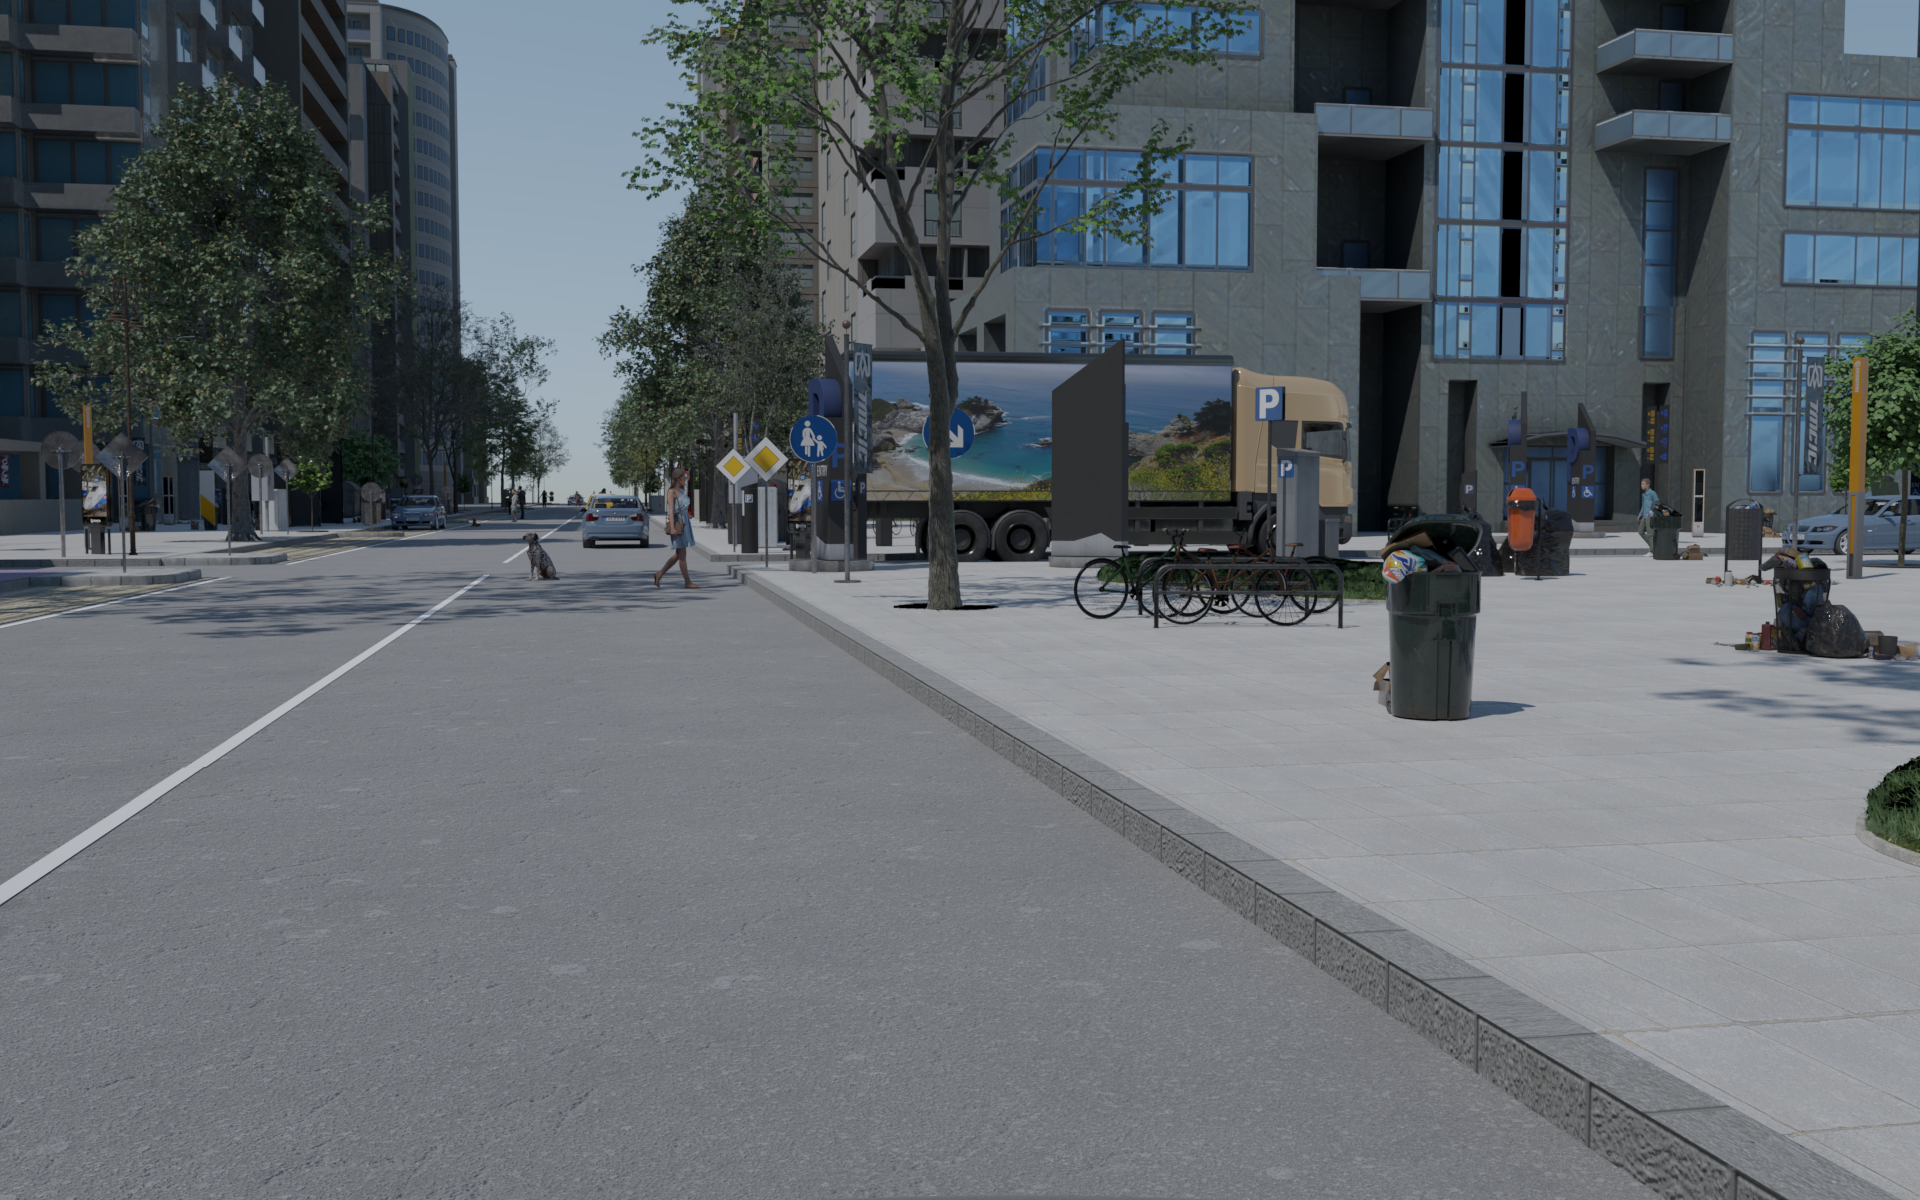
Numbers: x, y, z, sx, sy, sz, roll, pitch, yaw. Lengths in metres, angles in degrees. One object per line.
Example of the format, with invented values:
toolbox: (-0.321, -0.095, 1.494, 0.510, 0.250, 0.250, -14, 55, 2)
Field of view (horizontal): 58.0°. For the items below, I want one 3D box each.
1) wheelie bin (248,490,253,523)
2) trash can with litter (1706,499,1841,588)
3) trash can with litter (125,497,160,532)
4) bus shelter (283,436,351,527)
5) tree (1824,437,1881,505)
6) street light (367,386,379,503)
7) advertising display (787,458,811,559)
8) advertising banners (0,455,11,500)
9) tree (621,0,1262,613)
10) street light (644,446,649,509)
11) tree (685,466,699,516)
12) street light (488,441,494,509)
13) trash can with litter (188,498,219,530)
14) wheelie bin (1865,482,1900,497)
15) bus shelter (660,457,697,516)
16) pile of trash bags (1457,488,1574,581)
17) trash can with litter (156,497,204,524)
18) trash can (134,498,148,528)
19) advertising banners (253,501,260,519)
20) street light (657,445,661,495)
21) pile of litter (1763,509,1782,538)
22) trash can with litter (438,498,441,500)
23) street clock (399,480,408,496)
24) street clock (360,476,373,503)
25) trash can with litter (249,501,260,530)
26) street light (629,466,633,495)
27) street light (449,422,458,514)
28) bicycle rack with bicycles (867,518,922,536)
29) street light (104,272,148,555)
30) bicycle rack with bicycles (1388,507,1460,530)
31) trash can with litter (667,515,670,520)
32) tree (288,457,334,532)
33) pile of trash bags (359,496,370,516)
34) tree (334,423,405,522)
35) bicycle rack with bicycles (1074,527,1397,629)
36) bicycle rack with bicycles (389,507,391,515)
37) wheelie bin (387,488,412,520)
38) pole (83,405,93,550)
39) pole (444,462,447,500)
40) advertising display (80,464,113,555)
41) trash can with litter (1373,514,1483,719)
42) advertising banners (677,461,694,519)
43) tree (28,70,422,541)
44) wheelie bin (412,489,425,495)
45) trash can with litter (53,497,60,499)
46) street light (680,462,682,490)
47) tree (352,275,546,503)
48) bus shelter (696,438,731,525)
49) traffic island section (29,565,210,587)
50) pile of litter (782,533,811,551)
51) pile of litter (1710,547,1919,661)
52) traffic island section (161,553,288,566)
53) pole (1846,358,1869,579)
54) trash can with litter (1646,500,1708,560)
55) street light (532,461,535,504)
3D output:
wheelie bin: (-30.479, -4.019, 73.611, 0.980, 1.594, 0.693, 3, 4, 37)
trash can with litter: (11.524, -0.823, 24.508, 2.233, 1.210, 1.678, 0, 4, -4)
trash can with litter: (-28.063, -2.939, 59.432, 0.624, 1.170, 1.055, 2, 4, 35)
bus shelter: (-26.078, -4.842, 70.451, 1.731, 3.624, 6.357, -1, 4, -12)
tree: (24.976, -3.318, 48.846, 1.663, 3.219, 1.824, 0, 3, 0)
street light: (-24.741, -6.128, 72.983, 0.468, 5.910, 1.993, -1, 4, -11)
advertising display: (-2.809, -1.573, 30.938, 0.123, 1.923, 0.974, -2, 4, -34)
advertising banners: (-40.912, -4.692, 72.906, 0.090, 3.025, 2.074, 2, 4, 31)
tree: (-0.265, -5.711, 19.124, 9.928, 11.665, 9.643, 0, 3, 0)
street light: (-27.142, -10.836, 149.957, 0.468, 5.910, 1.993, -1, 4, -11)
tree: (-16.216, -6.683, 103.860, 1.663, 3.219, 1.824, 0, 3, 0)
street light: (-40.022, -10.714, 147.956, 0.468, 5.910, 1.993, -1, 4, -11)
trash can with litter: (-27.264, -3.120, 62.397, 1.055, 1.170, 0.624, -1, 4, -22)
wheelie bin: (24.076, -2.282, 45.220, 0.980, 1.594, 0.693, 1, 4, 16)
bus shelter: (-15.882, -6.359, 97.889, 2.014, 3.302, 5.546, -1, 4, -11)
pile of trash bags: (8.618, -1.062, 27.110, 1.912, 1.369, 3.447, 1, 4, 10)
trash can with litter: (-33.488, -3.849, 73.995, 2.233, 1.210, 1.678, 0, 4, 4)
trash can: (-30.423, -3.222, 64.332, 0.748, 1.137, 0.748, 0, 3, 0)
advertising banners: (-35.048, -5.547, 86.882, 0.090, 3.025, 2.074, -3, 5, -43)
street light: (-19.772, -8.602, 113.433, 0.468, 5.910, 1.993, -1, 4, -11)
pile of litter: (23.777, -2.291, 51.428, 1.176, 0.858, 1.719, -1, 4, -9)
trash can with litter: (-32.281, -5.887, 107.644, 1.055, 1.170, 0.624, 1, 4, 12)
street clock: (-27.947, -5.046, 87.069, 0.471, 2.002, 0.358, 3, 5, 41)
street clock: (-24.349, -4.069, 71.095, 0.358, 2.002, 0.471, 2, 4, 31)
trash can with litter: (-24.483, -3.052, 61.282, 1.055, 1.170, 0.624, 0, 4, -3)
street light: (-51.147, -18.053, 267.952, 0.468, 5.910, 1.993, -1, 4, -11)
street light: (-32.556, -8.481, 111.451, 0.468, 5.910, 1.993, -1, 4, -11)
bicycle rack with bicycles: (-1.602, -2.451, 53.463, 2.852, 0.926, 2.925, 1, 4, 23)
street light: (-17.368, -3.879, 36.205, 0.468, 5.910, 1.993, -1, 4, -11)
bicycle rack with bicycles: (12.787, -2.077, 47.345, 2.925, 0.926, 2.852, -2, 4, -32)
trash can with litter: (-13.938, -4.518, 85.262, 0.624, 1.170, 1.055, 2, 4, 26)
tree: (-21.955, -3.894, 58.268, 1.663, 3.219, 1.824, 0, 3, 0)
pile of trash bags: (-34.764, -5.569, 100.803, 1.912, 1.369, 3.447, -2, 4, -30)
tree: (-27.081, -5.830, 79.038, 4.285, 4.588, 4.351, 0, 3, 0)
bicycle rack with bicycles: (2.614, -0.254, 17.539, 2.925, 0.926, 2.852, 0, 4, 2)
bicycle rack with bicycles: (-32.145, -5.452, 102.527, 2.925, 0.926, 2.852, -2, 4, -31)
wheelie bin: (-27.884, -4.765, 85.810, 0.980, 1.594, 0.693, 0, 4, -3)
pole: (-20.006, -2.810, 39.795, 0.158, 3.312, 0.155, 0, 3, 0)
pole: (-32.262, -7.016, 108.562, 0.158, 3.312, 0.155, 0, 3, 0)
advertising display: (-18.350, -1.934, 36.828, 0.974, 1.923, 0.123, 2, 4, 33)
trash can with litter: (2.655, 0.074, 10.174, 0.624, 1.170, 1.055, 0, 4, -2)
advertising banners: (-13.858, -5.654, 88.632, 0.090, 3.025, 2.074, 2, 4, 26)
tree: (-19.660, -7.954, 47.057, 9.611, 12.733, 9.660, 0, 3, 0)
wheelie bin: (-33.763, -6.118, 107.937, 0.980, 1.594, 0.693, 0, 4, 5)
trash can with litter: (-37.721, -3.735, 72.459, 0.624, 1.170, 1.055, -1, 4, -13)
street light: (-12.072, -6.237, 74.767, 0.468, 5.910, 1.993, -1, 4, -11)
tree: (-29.805, -11.440, 97.417, 12.009, 13.543, 11.850, 0, 3, 0)
bus shelter: (-10.754, -5.159, 75.625, 1.731, 3.624, 6.357, -1, 4, -11)
traffic island section: (-13.646, -0.365, 28.249, 2.009, 0.180, 2.903, -1, 4, -11)
pile of litter: (-3.417, -1.548, 39.276, 1.176, 0.858, 1.719, -1, 4, -15)
pile of litter: (6.979, -0.008, 14.092, 1.176, 0.858, 1.719, -1, 4, -10)
traffic island section: (-15.231, -0.844, 36.076, 2.009, 0.180, 2.903, -1, 4, -11)
pole: (13.482, -1.968, 26.016, 0.158, 3.312, 0.155, 0, 3, 0)
trash can with litter: (13.950, -1.364, 33.694, 1.055, 1.170, 0.624, 0, 4, -1)
street light: (-56.336, -15.661, 228.841, 0.468, 5.910, 1.993, -1, 4, -11)
